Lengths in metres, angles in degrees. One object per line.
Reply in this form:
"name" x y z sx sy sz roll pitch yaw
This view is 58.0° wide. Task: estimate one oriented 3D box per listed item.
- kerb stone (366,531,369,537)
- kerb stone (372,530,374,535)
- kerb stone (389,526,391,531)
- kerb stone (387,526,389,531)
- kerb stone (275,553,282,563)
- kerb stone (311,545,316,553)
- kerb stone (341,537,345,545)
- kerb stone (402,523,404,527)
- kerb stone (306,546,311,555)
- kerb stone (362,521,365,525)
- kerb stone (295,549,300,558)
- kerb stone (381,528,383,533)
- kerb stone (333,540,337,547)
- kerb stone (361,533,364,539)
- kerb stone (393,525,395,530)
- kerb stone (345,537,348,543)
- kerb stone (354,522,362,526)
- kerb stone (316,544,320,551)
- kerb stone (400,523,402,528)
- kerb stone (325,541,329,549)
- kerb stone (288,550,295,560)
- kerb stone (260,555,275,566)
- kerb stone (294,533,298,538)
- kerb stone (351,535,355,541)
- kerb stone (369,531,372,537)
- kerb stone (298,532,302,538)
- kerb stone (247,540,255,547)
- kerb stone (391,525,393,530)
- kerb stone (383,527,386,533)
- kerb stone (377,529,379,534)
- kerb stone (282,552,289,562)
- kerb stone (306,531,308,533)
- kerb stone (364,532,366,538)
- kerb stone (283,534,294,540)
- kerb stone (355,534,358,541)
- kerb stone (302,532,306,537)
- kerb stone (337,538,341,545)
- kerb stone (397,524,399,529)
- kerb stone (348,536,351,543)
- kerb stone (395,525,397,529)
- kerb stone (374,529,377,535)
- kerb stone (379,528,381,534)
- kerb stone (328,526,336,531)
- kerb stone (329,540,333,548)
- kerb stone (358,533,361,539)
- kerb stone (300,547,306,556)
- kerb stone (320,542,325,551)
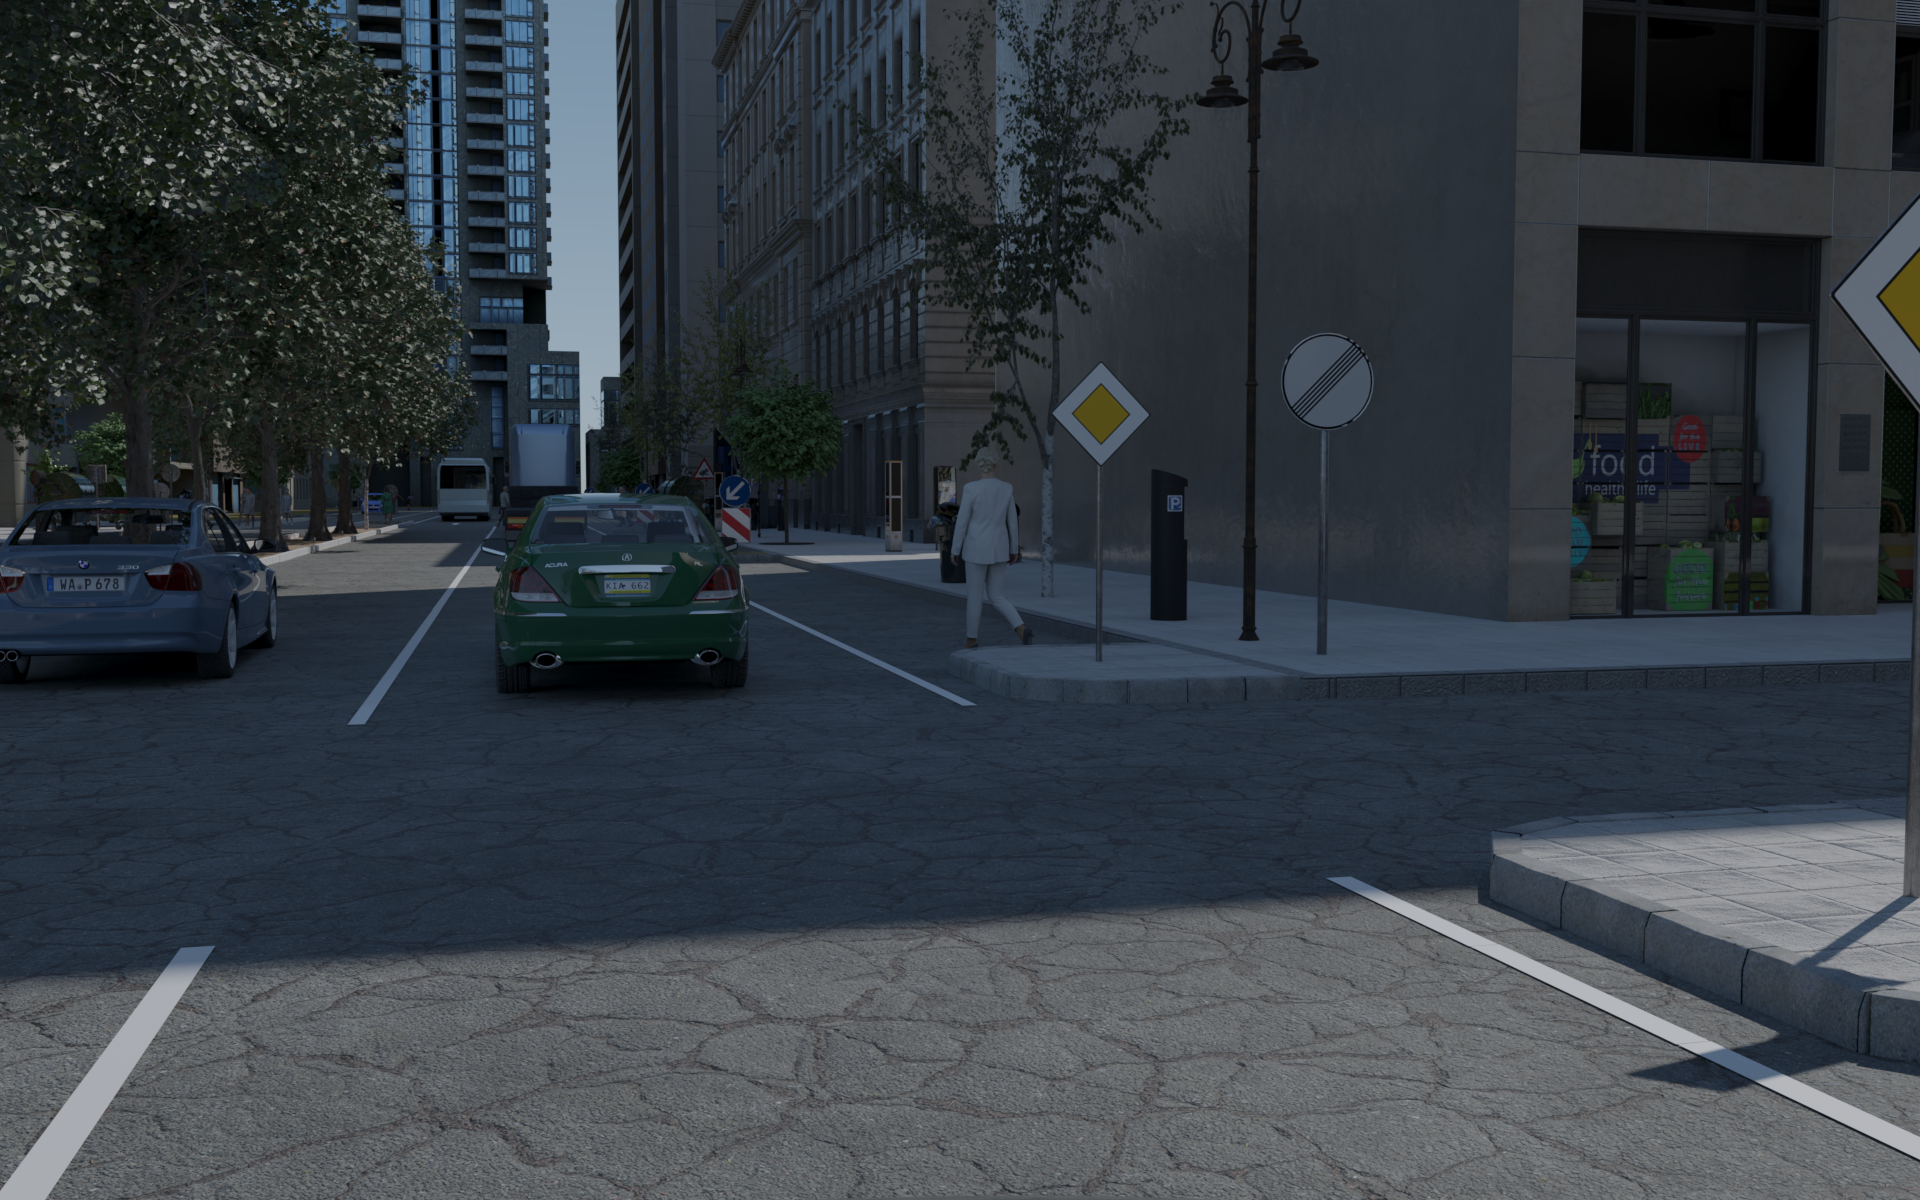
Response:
"kerb stone" -19.551 -2.112 56.742 0.120 0.150 1.000 -1 4 -14
"kerb stone" -20.054 -2.235 58.736 0.120 0.150 1.000 -1 4 -14
"kerb stone" -22.084 -2.720 66.671 0.120 0.150 1.000 -1 4 -14
"kerb stone" -21.832 -2.659 65.679 0.120 0.150 1.000 -1 4 -14
"kerb stone" -14.227 -0.830 35.879 0.120 0.150 1.000 -1 4 -14
"kerb stone" -15.744 -1.202 41.845 0.120 0.150 1.000 -1 4 -14
"kerb stone" -17.513 -1.625 48.802 0.120 0.150 1.000 -1 4 -14
"kerb stone" -23.856 -3.146 73.634 0.120 0.150 1.000 -1 4 -14
"kerb stone" -15.500 -1.141 40.845 0.120 0.150 1.000 -1 4 -14
"kerb stone" -27.425 -3.482 79.122 0.120 0.150 1.000 -1 4 -14
"kerb stone" -14.987 -1.019 38.861 0.120 0.150 1.000 -1 4 -14
"kerb stone" -21.074 -2.478 62.707 0.120 0.150 1.000 -1 4 -14
"kerb stone" -17.018 -1.505 46.807 0.120 0.150 1.000 -1 4 -14
"kerb stone" -19.036 -1.991 54.750 0.120 0.150 1.000 -1 4 -14
"kerb stone" -22.595 -2.842 68.658 0.120 0.150 1.000 -1 4 -14
"kerb stone" -17.773 -1.688 49.791 0.120 0.150 1.000 -1 4 -14
"kerb stone" -27.179 -3.420 78.126 0.120 0.150 1.000 -1 4 -14
"kerb stone" -16.002 -1.261 42.835 0.120 0.150 1.000 -1 4 -14
"kerb stone" -23.604 -3.081 72.643 0.120 0.150 1.000 -1 4 -14
"kerb stone" -16.512 -1.381 44.824 0.120 0.150 1.000 -1 4 -14
"kerb stone" -14.727 -0.958 37.866 0.120 0.150 1.000 -1 4 -14
"kerb stone" -13.975 -0.772 34.882 0.120 0.150 1.000 -1 4 -14
"kerb stone" -21.347 -2.020 55.285 0.120 0.150 1.000 -1 4 -14
"kerb stone" -18.277 -1.809 51.773 0.120 0.150 1.000 -1 4 -14
"kerb stone" -19.806 -2.174 57.743 0.120 0.150 1.000 -1 4 -14
"kerb stone" -21.595 -2.078 56.277 0.120 0.150 1.000 -1 4 -14
"kerb stone" -19.318 -1.532 47.312 0.120 0.150 1.000 -1 4 -14
"kerb stone" -22.332 -2.781 67.663 0.120 0.150 1.000 -1 4 -14
"kerb stone" -21.322 -2.535 63.699 0.120 0.150 1.000 -1 4 -14
"kerb stone" -20.565 -2.357 60.726 0.120 0.150 1.000 -1 4 -14
"kerb stone" -14.474 -0.898 36.872 0.120 0.150 1.000 -1 4 -14
"kerb stone" -22.104 -2.206 58.265 0.120 0.150 1.000 -1 4 -14
"kerb stone" -19.294 -2.052 55.739 0.120 0.150 1.000 -1 4 -14
"kerb stone" -21.086 -1.963 54.290 0.120 0.150 1.000 -1 4 -14
"kerb stone" -18.532 -1.870 52.764 0.120 0.150 1.000 -1 4 -14
"kerb stone" -21.852 -2.145 57.274 0.120 0.150 1.000 -1 4 -14
"kerb stone" -17.273 -1.567 47.808 0.120 0.150 1.000 -1 4 -14
"kerb stone" -23.103 -2.963 70.660 0.120 0.150 1.000 -1 4 -14
"kerb stone" -18.031 -1.748 50.781 0.120 0.150 1.000 -1 4 -14
"kerb stone" -22.847 -2.894 69.661 0.120 0.150 1.000 -1 4 -14
"kerb stone" -20.309 -2.296 59.734 0.120 0.150 1.000 -1 4 -14
"kerb stone" -20.818 -2.417 61.717 0.120 0.150 1.000 -1 4 -14
"kerb stone" -24.383 -2.753 67.199 0.120 0.150 1.000 -1 4 -14
"kerb stone" -16.767 -1.444 45.814 0.120 0.150 1.000 -1 4 -14
"kerb stone" -18.787 -1.930 53.758 0.120 0.150 1.000 -1 4 -14
"kerb stone" -15.238 -1.080 39.857 0.120 0.150 1.000 -1 4 -14
"kerb stone" -16.248 -1.322 43.836 0.120 0.150 1.000 -1 4 -14
